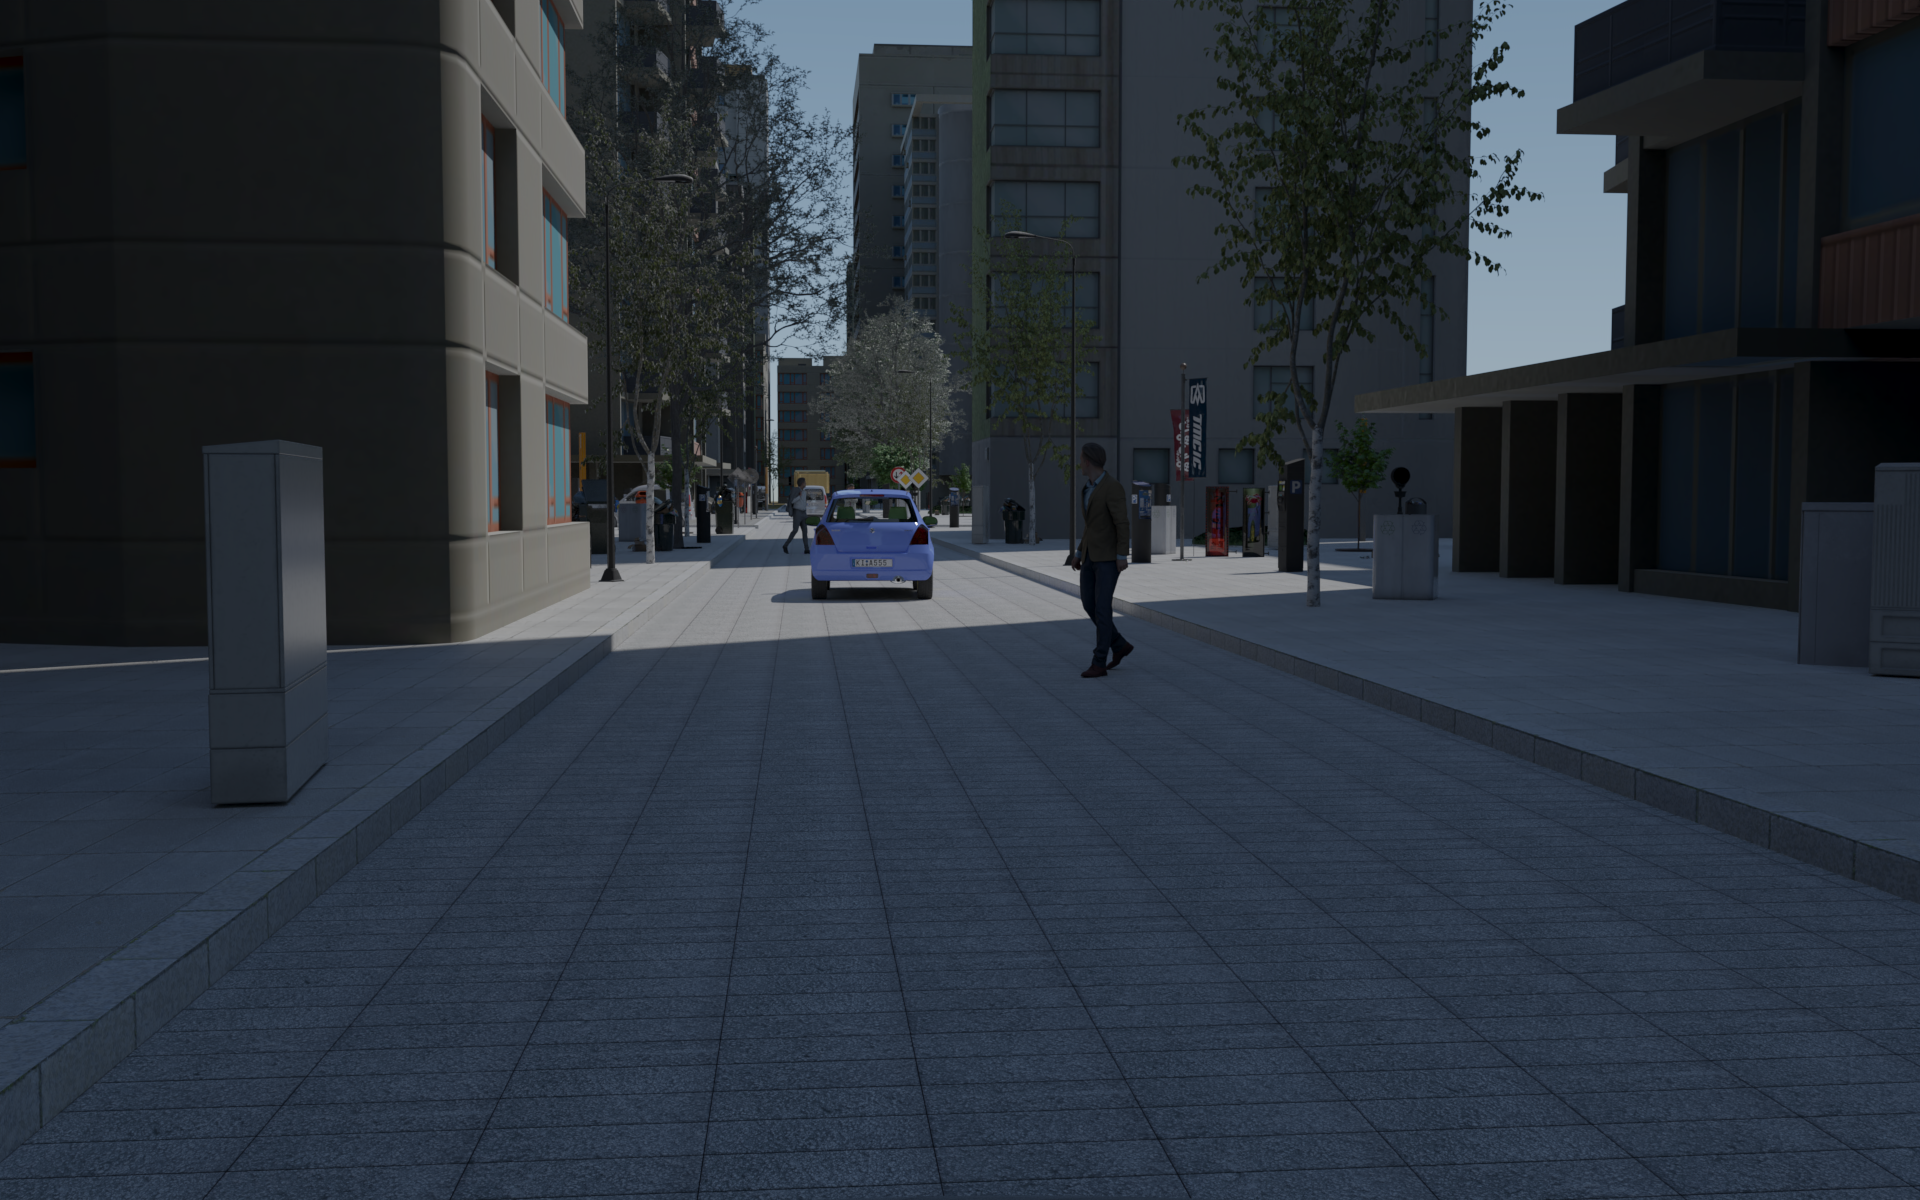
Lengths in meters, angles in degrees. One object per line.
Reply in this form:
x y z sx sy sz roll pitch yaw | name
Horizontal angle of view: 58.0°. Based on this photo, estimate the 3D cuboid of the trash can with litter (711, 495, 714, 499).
-20.701 -8.027 142.633 1.055 1.170 0.624 1 4 19 | trash can with litter

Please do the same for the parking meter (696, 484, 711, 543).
-6.738 -2.268 45.490 0.372 1.533 0.369 0 3 0 | parking meter

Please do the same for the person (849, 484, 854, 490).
-3.945 -3.304 62.695 0.511 1.800 0.466 -2 4 -28 | person

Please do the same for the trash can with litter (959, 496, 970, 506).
0.192 -7.392 132.239 1.055 1.170 0.624 -1 4 -14 | trash can with litter

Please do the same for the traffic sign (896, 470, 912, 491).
-2.309 -4.283 73.674 0.795 2.450 0.064 0 4 -5 | traffic sign

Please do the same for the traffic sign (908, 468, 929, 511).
-1.574 -3.797 65.723 0.795 2.450 0.064 0 4 -5 | traffic sign

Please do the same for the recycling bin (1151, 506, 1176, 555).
4.176 -1.500 37.079 0.722 1.027 0.722 2 4 27 | recycling bin

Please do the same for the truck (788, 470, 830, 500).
-12.044 -8.802 139.836 3.469 3.379 9.791 0 4 -7 | truck

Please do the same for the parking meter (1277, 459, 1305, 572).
5.445 -1.395 28.521 0.399 1.863 0.255 -1 4 -22 | parking meter

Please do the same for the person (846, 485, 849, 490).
-4.730 -3.946 73.039 0.654 1.822 0.581 -2 4 -27 | person

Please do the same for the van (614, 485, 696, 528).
-12.753 -3.841 69.809 4.112 2.044 2.013 0 4 -4 | van

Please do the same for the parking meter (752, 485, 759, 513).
-13.566 -6.668 114.728 0.399 1.863 0.255 0 4 8 | parking meter

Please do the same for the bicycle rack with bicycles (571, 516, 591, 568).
-7.319 -0.940 28.759 2.852 0.926 2.925 0 4 -3 | bicycle rack with bicycles

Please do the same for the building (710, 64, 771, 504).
-40.520 -42.698 240.118 28.212 58.520 21.231 0 4 -5 | building

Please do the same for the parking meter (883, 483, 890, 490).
-3.917 -5.240 91.379 0.399 1.863 0.255 0 4 -6 | parking meter

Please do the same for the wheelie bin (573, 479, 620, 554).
-7.805 -1.783 37.065 0.980 1.594 0.693 -2 4 -30 | wheelie bin

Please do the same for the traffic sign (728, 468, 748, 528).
-8.341 -3.760 65.120 0.795 2.450 0.064 0 4 -5 | traffic sign

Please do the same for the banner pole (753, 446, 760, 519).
-10.715 -6.175 90.973 0.401 3.779 0.863 0 4 -8 | banner pole

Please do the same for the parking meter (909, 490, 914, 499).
-3.115 -6.412 113.242 0.372 1.533 0.369 0 3 0 | parking meter

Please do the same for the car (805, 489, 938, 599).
-1.271 -0.935 24.884 1.945 1.707 3.694 0 4 -3 | car

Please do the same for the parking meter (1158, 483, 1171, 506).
4.649 -1.921 39.815 0.372 1.533 0.369 0 3 0 | parking meter

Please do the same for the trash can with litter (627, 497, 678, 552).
-6.861 -1.669 38.679 1.055 1.170 0.624 -2 4 -25 | trash can with litter

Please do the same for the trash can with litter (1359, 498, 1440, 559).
8.868 -1.471 35.114 2.233 1.210 1.678 -2 4 -28 | trash can with litter

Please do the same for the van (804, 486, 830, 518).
-7.670 -5.072 89.935 2.013 2.044 4.112 0 4 -4 | van

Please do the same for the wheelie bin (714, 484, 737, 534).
-7.543 -2.920 55.652 0.693 1.594 0.980 0 4 -2 | wheelie bin

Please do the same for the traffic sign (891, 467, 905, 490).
-2.854 -4.937 80.818 0.768 2.556 0.104 0 4 0 | traffic sign

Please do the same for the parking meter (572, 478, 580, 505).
-13.624 -3.435 61.878 0.255 1.863 0.399 2 4 32 | parking meter

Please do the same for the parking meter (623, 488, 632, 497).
-14.184 -4.008 73.942 0.372 1.533 0.369 0 3 0 | parking meter

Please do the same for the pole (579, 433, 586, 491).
-12.551 -3.901 57.626 0.158 3.312 0.155 0 3 0 | pole

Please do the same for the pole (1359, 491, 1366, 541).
10.893 -3.242 46.847 0.158 3.312 0.155 0 3 0 | pole

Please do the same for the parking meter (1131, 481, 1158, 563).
3.389 -1.463 32.339 0.372 1.533 0.369 0 3 0 | parking meter

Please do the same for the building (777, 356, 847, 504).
-11.413 -24.622 247.616 28.899 21.520 27.650 0 4 -5 | building

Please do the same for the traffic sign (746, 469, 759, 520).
-10.415 -5.274 86.333 0.768 2.556 0.104 0 4 2 | traffic sign

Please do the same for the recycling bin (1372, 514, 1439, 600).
5.487 -0.535 21.304 0.722 1.027 0.722 1 4 20 | recycling bin

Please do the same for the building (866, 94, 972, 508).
7.457 -28.782 162.462 32.217 40.220 23.993 0 4 -5 | building

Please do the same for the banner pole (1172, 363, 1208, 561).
4.413 -2.632 33.050 0.401 3.779 0.863 -3 4 -38 | banner pole

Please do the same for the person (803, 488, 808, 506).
-7.420 -4.498 81.411 0.474 1.900 0.648 1 4 10 | person

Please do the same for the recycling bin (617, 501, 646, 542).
-8.787 -2.103 46.940 0.722 1.027 0.722 1 4 15 | recycling bin

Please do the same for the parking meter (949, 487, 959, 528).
-0.217 -3.530 66.119 0.372 1.533 0.369 0 3 0 | parking meter

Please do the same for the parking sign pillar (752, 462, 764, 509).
-17.082 -9.552 144.648 1.447 3.967 1.447 0 4 4 | parking sign pillar

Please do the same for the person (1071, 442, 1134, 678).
1.123 -0.331 13.818 0.656 1.842 0.836 2 4 34 | person

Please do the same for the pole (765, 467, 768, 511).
-14.705 -8.432 131.703 0.158 3.312 0.155 0 3 0 | pole

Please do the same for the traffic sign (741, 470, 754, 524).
-9.076 -4.246 73.072 0.795 2.450 0.064 0 4 -5 | traffic sign

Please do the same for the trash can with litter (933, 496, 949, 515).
-1.103 -5.681 104.269 1.055 1.170 0.624 -1 4 -12 | trash can with litter

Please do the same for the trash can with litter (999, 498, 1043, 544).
1.576 -2.042 44.766 1.055 1.170 0.624 -2 4 -27 | trash can with litter

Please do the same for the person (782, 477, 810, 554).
-3.878 -2.007 41.418 0.850 1.850 0.679 2 4 24 | person
